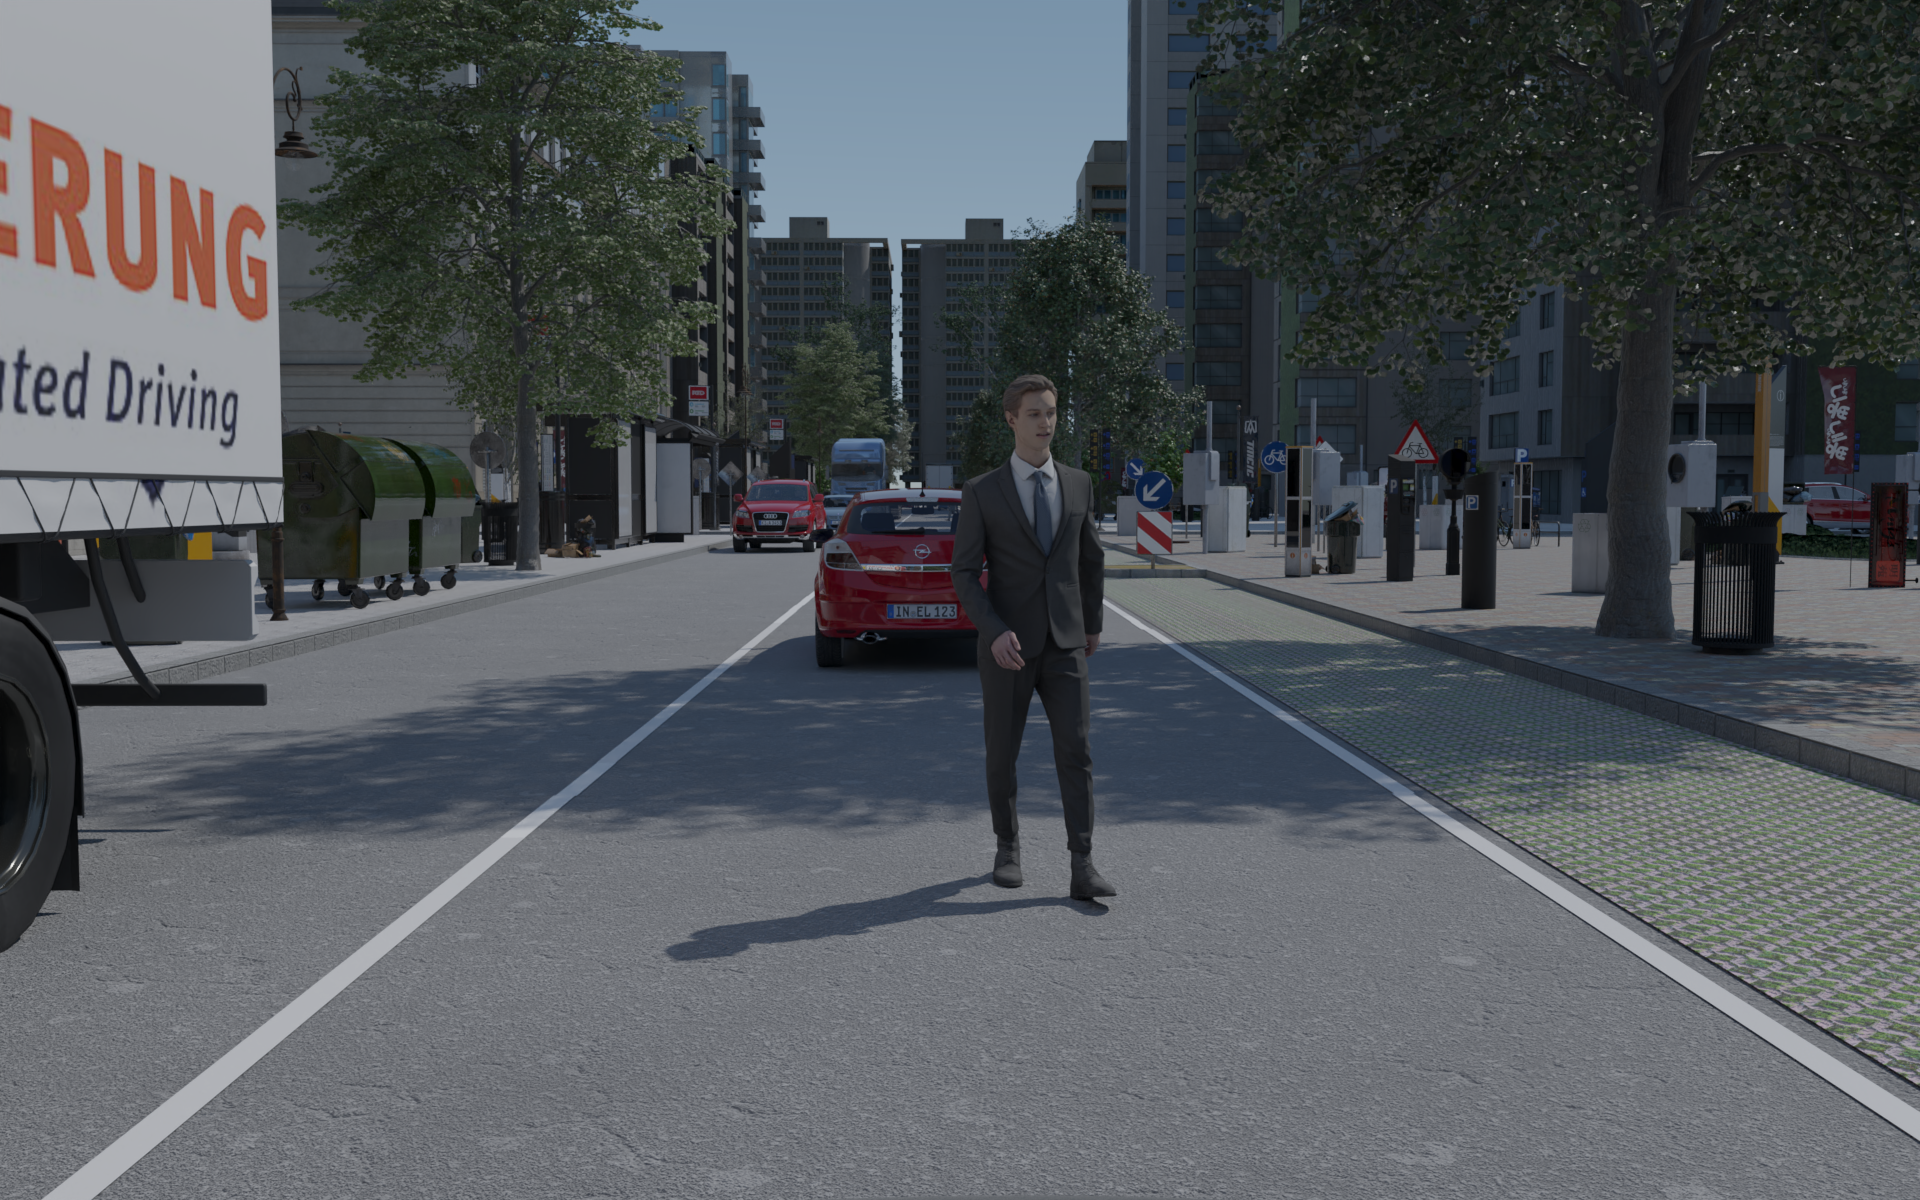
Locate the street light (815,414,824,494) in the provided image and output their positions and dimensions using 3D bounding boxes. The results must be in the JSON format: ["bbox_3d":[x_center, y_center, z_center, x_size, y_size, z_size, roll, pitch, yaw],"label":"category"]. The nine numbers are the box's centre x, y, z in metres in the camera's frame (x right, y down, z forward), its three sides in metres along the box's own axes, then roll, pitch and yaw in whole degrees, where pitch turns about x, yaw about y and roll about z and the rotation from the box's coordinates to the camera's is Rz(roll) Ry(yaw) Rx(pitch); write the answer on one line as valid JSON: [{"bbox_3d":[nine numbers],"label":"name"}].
[{"bbox_3d":[-8.116,-7.796,100.246,0.468,5.910,1.993,0,4,-1],"label":"street light"}]

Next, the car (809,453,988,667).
[{"bbox_3d":[-0.337,-0.416,15.842,2.155,1.783,4.494,0,4,-1],"label":"car"}]

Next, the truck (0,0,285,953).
[{"bbox_3d":[-4.076,-0.796,1.936,2.839,4.237,11.283,0,4,-1],"label":"truck"}]

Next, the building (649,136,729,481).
[{"bbox_3d":[-27.300,-22.686,142.624,14.160,30.474,14.107,0,4,-1],"label":"building"}]

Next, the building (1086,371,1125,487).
[{"bbox_3d":[28.113,-20.938,187.368,27.650,21.520,28.899,0,4,-1],"label":"building"}]

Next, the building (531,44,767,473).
[{"bbox_3d":[-36.740,-34.756,187.874,30.456,49.044,23.786,0,4,-1],"label":"building"}]

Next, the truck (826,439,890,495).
[{"bbox_3d":[-4.714,-6.133,90.031,2.967,4.110,18.799,0,4,1],"label":"truck"}]

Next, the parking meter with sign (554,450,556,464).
[{"bbox_3d":[-16.623,-4.420,68.520,0.543,3.016,1.738,-3,5,-42],"label":"parking meter with sign"}]

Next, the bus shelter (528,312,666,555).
[{"bbox_3d":[-8.711,-3.870,40.914,2.179,5.291,8.768,0,4,-1],"label":"bus shelter"}]

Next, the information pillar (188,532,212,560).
[{"bbox_3d":[-7.500,-1.557,16.806,0.183,3.616,0.504,2,4,28],"label":"information pillar"}]

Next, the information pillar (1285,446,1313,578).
[{"bbox_3d":[5.220,-1.358,26.694,0.304,2.012,0.304,-3,5,-43],"label":"information pillar"}]

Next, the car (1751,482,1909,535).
[{"bbox_3d":[28.896,-2.993,57.611,5.304,1.827,2.281,0,4,-2],"label":"car"}]

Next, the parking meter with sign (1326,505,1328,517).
[{"bbox_3d":[19.053,-5.795,91.008,0.543,3.016,1.738,0,4,-4],"label":"parking meter with sign"}]

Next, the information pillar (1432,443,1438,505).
[{"bbox_3d":[21.873,-5.406,79.736,0.183,3.616,0.504,0,4,-6],"label":"information pillar"}]

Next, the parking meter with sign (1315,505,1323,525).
[{"bbox_3d":[14.627,-4.678,72.738,0.543,3.016,1.738,-1,4,-11],"label":"parking meter with sign"}]

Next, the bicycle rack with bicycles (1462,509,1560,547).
[{"bbox_3d":[13.540,-1.802,42.844,2.852,0.926,2.925,0,4,-2],"label":"bicycle rack with bicycles"}]

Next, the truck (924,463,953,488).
[{"bbox_3d":[-1.991,-10.621,162.574,2.839,4.237,11.283,0,4,-1],"label":"truck"}]

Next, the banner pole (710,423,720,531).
[{"bbox_3d":[-8.541,-4.322,60.685,0.401,3.779,0.863,-1,4,-23],"label":"banner pole"}]

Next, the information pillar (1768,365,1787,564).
[{"bbox_3d":[14.805,-2.455,31.501,0.504,3.616,0.183,-2,4,-29],"label":"information pillar"}]

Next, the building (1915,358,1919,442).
[{"bbox_3d":[60.933,-30.410,86.437,27.495,52.752,28.713,0,4,-1],"label":"building"}]

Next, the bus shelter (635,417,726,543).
[{"bbox_3d":[-7.879,-3.327,48.328,2.014,3.302,5.546,0,4,-1],"label":"bus shelter"}]

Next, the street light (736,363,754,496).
[{"bbox_3d":[-7.549,-5.397,61.031,0.468,5.910,1.993,0,4,-1],"label":"street light"}]

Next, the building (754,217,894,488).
[{"bbox_3d":[-21.422,-33.867,245.610,23.993,40.220,32.217,0,4,-1],"label":"building"}]

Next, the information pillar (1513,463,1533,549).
[{"bbox_3d":[13.173,-2.206,40.555,0.304,2.012,0.304,-1,4,-14],"label":"information pillar"}]

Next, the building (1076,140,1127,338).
[{"bbox_3d":[26.864,-37.707,240.211,21.600,48.544,21.300,0,4,-1],"label":"building"}]

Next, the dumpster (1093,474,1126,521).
[{"bbox_3d":[7.155,-4.959,83.578,1.502,2.255,1.985,0,4,-1],"label":"dumpster"}]

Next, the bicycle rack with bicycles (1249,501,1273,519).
[{"bbox_3d":[14.672,-4.586,88.366,2.925,0.926,2.852,-1,4,-21],"label":"bicycle rack with bicycles"}]

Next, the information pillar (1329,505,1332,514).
[{"bbox_3d":[14.378,-3.799,66.598,0.304,2.012,0.304,1,4,19],"label":"information pillar"}]

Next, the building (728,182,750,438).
[{"bbox_3d":[-26.860,-23.548,156.713,14.160,30.474,14.107,0,4,-1],"label":"building"}]

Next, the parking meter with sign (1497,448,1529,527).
[{"bbox_3d":[21.238,-4.319,66.873,0.543,3.016,1.738,-1,4,-11],"label":"parking meter with sign"}]

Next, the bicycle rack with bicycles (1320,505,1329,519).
[{"bbox_3d":[17.936,-4.461,86.321,2.925,0.926,2.852,-3,5,-43],"label":"bicycle rack with bicycles"}]

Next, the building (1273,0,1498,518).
[{"bbox_3d":[25.125,-25.412,99.073,14.154,41.232,14.086,0,4,-1],"label":"building"}]

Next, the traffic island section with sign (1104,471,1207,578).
[{"bbox_3d":[3.189,-1.324,30.283,1.989,1.847,2.006,0,4,-1],"label":"traffic island section with sign"}]

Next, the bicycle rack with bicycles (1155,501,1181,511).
[{"bbox_3d":[12.779,-5.493,103.187,2.925,0.926,2.852,0,4,5],"label":"bicycle rack with bicycles"}]

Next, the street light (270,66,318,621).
[{"bbox_3d":[-6.909,-2.728,17.397,0.468,5.910,1.993,0,4,-1],"label":"street light"}]

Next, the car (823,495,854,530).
[{"bbox_3d":[-4.264,-3.058,61.996,2.014,1.417,4.499,0,4,-2],"label":"car"}]

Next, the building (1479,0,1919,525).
[{"bbox_3d":[32.268,-18.667,76.910,14.107,30.474,14.160,0,4,-1],"label":"building"}]

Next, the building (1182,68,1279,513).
[{"bbox_3d":[22.500,-21.390,121.423,14.160,30.474,14.107,0,4,-1],"label":"building"}]

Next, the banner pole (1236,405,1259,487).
[{"bbox_3d":[8.057,-3.602,48.906,0.863,3.779,0.401,3,4,37],"label":"banner pole"}]

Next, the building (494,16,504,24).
[{"bbox_3d":[-73.295,-48.941,238.434,20.611,71.187,20.563,0,4,-1],"label":"building"}]

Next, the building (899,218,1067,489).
[{"bbox_3d":[3.410,-33.943,246.846,23.993,40.220,32.217,0,4,-1],"label":"building"}]

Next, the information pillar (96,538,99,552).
[{"bbox_3d":[-17.218,-2.653,34.730,0.183,3.616,0.504,2,4,24],"label":"information pillar"}]

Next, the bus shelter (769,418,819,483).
[{"bbox_3d":[-9.071,-7.161,94.714,2.179,5.291,8.768,0,4,-1],"label":"bus shelter"}]

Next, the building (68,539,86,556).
[{"bbox_3d":[-26.813,-11.095,36.154,16.860,20.320,10.420,0,4,-1],"label":"building"}]

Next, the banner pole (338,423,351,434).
[{"bbox_3d":[-21.628,-4.336,60.910,0.401,3.779,0.863,1,4,14],"label":"banner pole"}]

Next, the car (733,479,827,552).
[{"bbox_3d":[-4.569,-2.182,44.353,2.281,1.827,5.304,0,3,0],"label":"car"}]

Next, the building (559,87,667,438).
[{"bbox_3d":[-26.374,-17.904,110.747,12.078,24.808,19.932,0,4,-1],"label":"building"}]

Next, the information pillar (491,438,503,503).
[{"bbox_3d":[-18.894,-4.855,70.733,0.504,3.616,0.183,0,4,-5],"label":"information pillar"}]

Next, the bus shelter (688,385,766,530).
[{"bbox_3d":[-8.948,-5.436,66.514,2.179,5.291,8.768,0,4,-1],"label":"bus shelter"}]

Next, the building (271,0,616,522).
[{"bbox_3d":[-27.623,-15.439,85.717,16.112,22.955,30.059,0,4,-1],"label":"building"}]

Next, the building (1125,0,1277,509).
[{"bbox_3d":[25.730,-37.658,157.702,21.231,58.520,28.212,0,4,-1],"label":"building"}]
